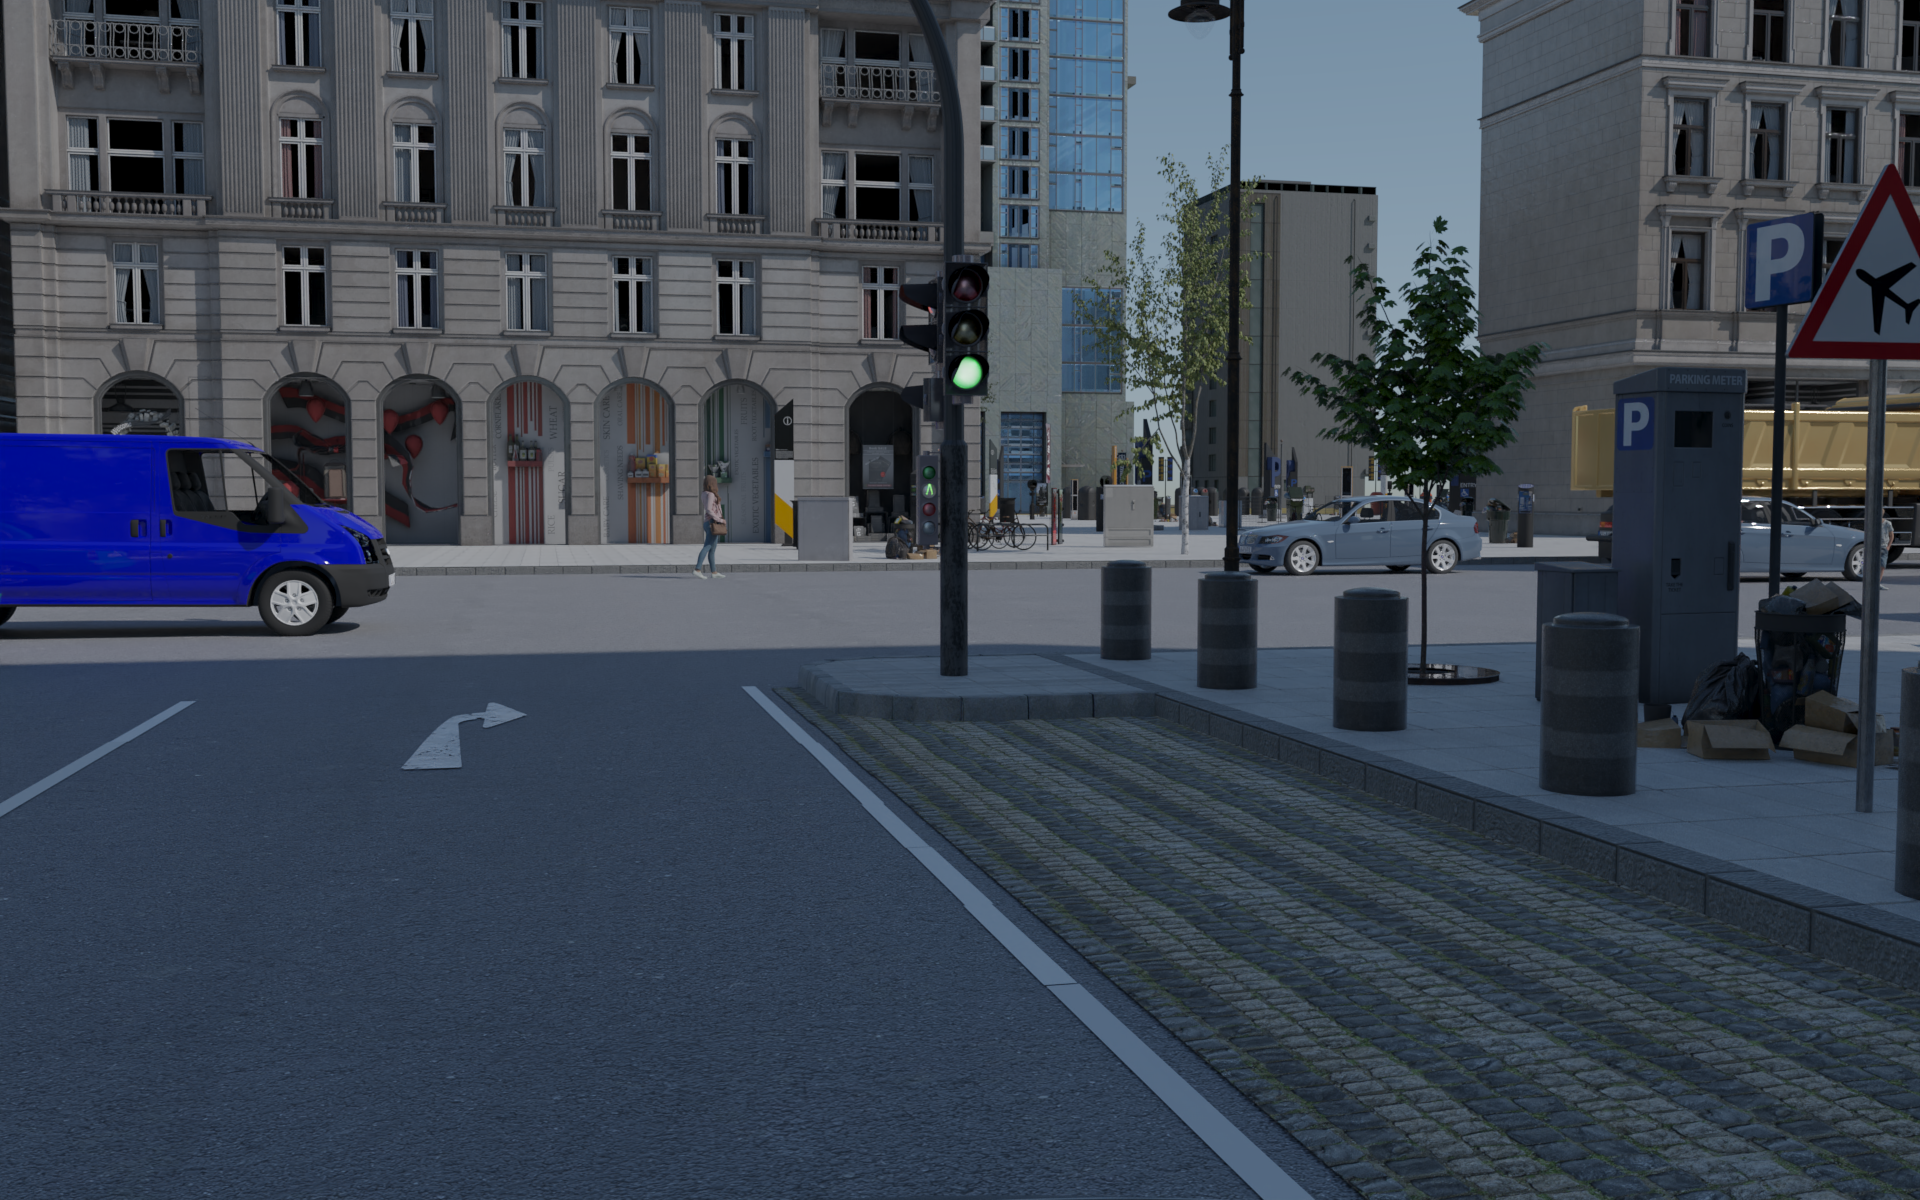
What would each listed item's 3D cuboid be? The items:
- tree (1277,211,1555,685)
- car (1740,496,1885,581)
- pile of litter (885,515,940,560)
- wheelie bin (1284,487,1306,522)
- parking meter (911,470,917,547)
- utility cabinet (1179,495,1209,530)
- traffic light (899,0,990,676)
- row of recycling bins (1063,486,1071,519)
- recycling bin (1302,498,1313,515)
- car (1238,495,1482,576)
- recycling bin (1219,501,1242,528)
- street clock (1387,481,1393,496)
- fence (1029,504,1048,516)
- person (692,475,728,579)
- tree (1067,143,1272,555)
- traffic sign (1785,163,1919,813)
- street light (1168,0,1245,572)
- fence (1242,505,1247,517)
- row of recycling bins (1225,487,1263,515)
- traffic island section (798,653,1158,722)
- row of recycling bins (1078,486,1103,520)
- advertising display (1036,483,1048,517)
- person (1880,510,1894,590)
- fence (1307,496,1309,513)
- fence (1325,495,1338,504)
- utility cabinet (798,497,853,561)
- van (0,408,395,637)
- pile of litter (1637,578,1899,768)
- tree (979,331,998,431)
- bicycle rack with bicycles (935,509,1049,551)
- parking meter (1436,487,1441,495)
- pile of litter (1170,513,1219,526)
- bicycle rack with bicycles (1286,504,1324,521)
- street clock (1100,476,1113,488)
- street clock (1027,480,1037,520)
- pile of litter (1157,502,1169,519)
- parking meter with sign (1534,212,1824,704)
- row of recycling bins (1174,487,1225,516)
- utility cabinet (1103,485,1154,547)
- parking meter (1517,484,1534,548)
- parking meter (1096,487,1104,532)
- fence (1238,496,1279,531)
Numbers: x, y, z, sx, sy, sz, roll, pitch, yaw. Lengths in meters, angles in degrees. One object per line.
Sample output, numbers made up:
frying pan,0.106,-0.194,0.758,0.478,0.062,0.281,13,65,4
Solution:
tree,3.306,-1.058,11.899,1.663,3.219,1.824,0,3,0
car,13.142,-1.026,28.770,4.499,1.417,2.014,-1,4,-15
pile of litter,-0.868,-1.260,34.570,1.176,0.858,1.719,2,4,33
wheelie bin,14.898,-4.243,77.285,0.980,1.594,0.693,-1,4,-9
parking meter,-1.026,-2.211,41.866,0.255,1.863,0.399,1,4,16
utility cabinet,8.350,-3.101,61.870,1.020,1.237,0.306,-1,4,-9
traffic light,-2.088,-2.256,11.557,4.771,5.953,1.251,-1,4,-13
row of recycling bins,5.867,-5.183,91.848,1.069,1.692,3.534,0,4,3
recycling bin,21.232,-5.754,106.627,0.722,1.027,0.722,-2,4,-25
car,7.221,-1.192,31.486,4.499,1.417,2.014,-1,4,-15
recycling bin,10.406,-3.311,66.694,0.722,1.027,0.722,-1,4,-10
street clock,23.521,-5.521,94.842,0.358,2.002,0.471,1,4,8
fence,4.543,-5.285,101.787,0.278,0.683,2.069,2,4,31
person,-4.278,-1.243,29.413,0.643,1.750,0.593,-2,4,-23
tree,4.674,-5.286,36.783,4.737,8.622,4.395,0,3,0
traffic sign,3.654,-0.423,6.925,0.884,2.594,0.081,-1,4,-13
street light,1.929,-2.408,12.163,0.468,5.910,1.993,-1,4,-13
fence,15.866,-5.041,97.788,0.278,0.683,2.069,1,4,20
row of recycling bins,17.687,-6.000,105.209,3.534,1.692,1.069,1,4,21
traffic island section,-0.032,0.610,12.305,2.009,0.180,2.903,-1,4,-13
row of recycling bins,7.465,-4.777,85.222,3.534,1.692,1.069,-2,4,-24
advertising display,4.632,-5.659,97.743,0.123,1.923,0.974,-3,4,-36
person,13.759,-0.778,25.896,0.352,1.250,0.332,-2,4,-35
fence,19.776,-5.444,100.204,0.480,1.192,2.264,-1,4,-10
fence,23.510,-5.970,108.819,0.480,1.192,2.264,3,5,43
utility cabinet,-2.588,-1.355,33.313,1.020,1.237,0.306,1,4,11
van,-8.593,-0.822,17.832,5.245,2.365,2.240,-1,4,-13
pile of litter,4.093,0.331,8.554,1.176,0.858,1.719,-2,4,-29
tree,-0.800,-6.823,61.914,4.360,8.622,3.978,0,3,0
bicycle rack with bicycles,0.637,-1.622,39.908,2.925,0.926,2.852,-1,4,-23
parking meter,29.093,-6.075,105.042,0.399,1.863,0.255,-2,4,-34
pile of litter,9.500,-3.374,69.126,1.719,0.858,1.176,2,4,27
bicycle rack with bicycles,12.786,-2.911,60.974,2.852,0.926,2.925,1,4,11
street clock,5.704,-3.856,67.615,0.471,2.002,0.358,3,5,41
street clock,3.609,-5.012,86.511,0.471,2.002,0.358,-2,4,-33
pile of litter,10.607,-4.574,88.750,1.719,0.858,1.176,-2,4,-25
parking meter with sign,4.433,-0.886,10.754,1.738,3.016,0.543,-1,4,-20
row of recycling bins,13.667,-5.704,100.367,3.534,1.692,1.069,-3,5,-44
utility cabinet,4.060,-2.021,41.717,1.173,1.500,0.318,0,4,-3
parking meter,13.562,-2.025,41.525,0.372,1.533,0.369,0,3,0
parking meter,4.828,-3.099,59.087,0.372,1.533,0.369,0,3,0
fence,10.373,-2.993,60.140,0.480,1.192,2.264,-2,4,-30
